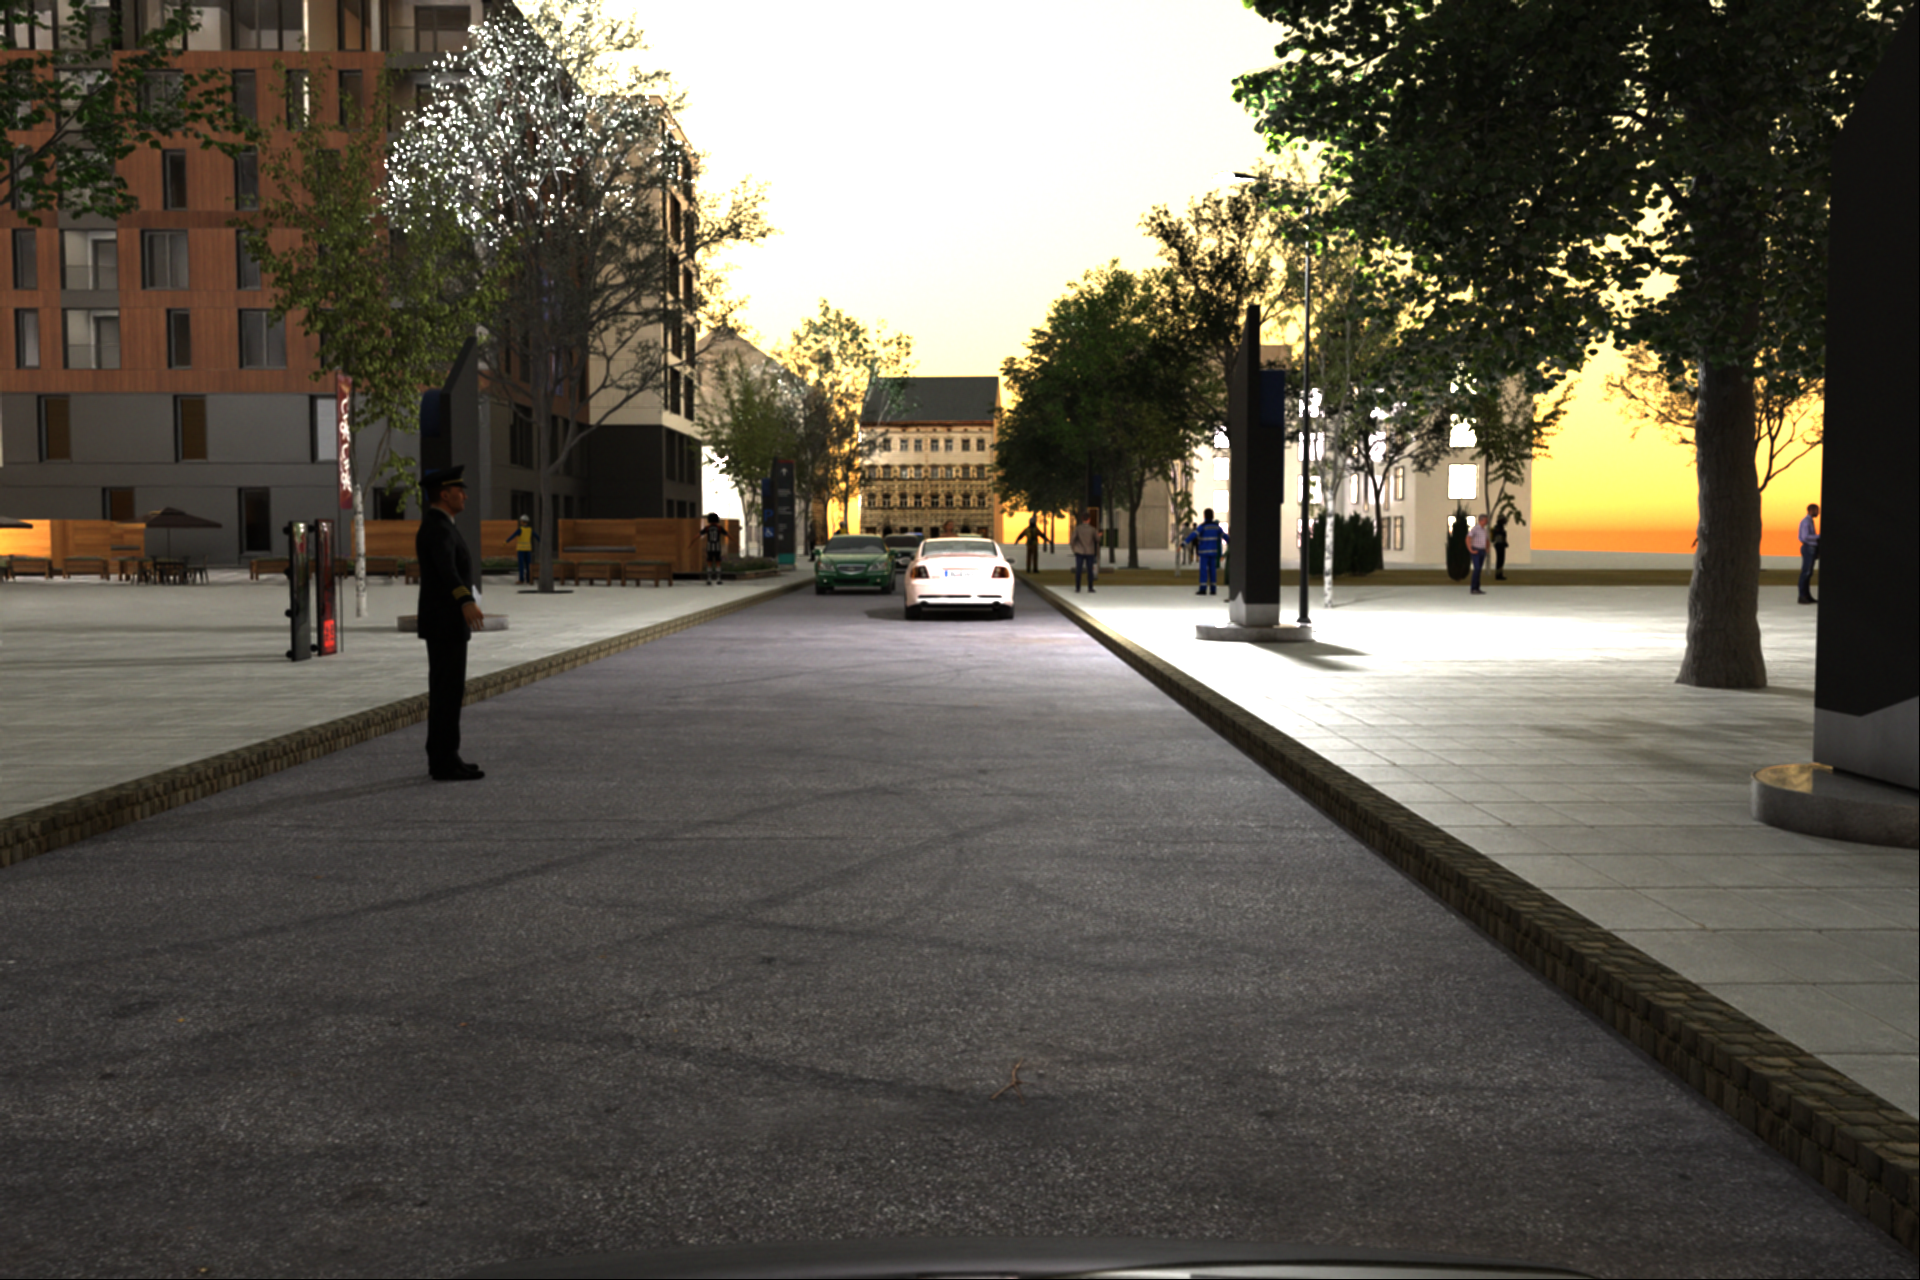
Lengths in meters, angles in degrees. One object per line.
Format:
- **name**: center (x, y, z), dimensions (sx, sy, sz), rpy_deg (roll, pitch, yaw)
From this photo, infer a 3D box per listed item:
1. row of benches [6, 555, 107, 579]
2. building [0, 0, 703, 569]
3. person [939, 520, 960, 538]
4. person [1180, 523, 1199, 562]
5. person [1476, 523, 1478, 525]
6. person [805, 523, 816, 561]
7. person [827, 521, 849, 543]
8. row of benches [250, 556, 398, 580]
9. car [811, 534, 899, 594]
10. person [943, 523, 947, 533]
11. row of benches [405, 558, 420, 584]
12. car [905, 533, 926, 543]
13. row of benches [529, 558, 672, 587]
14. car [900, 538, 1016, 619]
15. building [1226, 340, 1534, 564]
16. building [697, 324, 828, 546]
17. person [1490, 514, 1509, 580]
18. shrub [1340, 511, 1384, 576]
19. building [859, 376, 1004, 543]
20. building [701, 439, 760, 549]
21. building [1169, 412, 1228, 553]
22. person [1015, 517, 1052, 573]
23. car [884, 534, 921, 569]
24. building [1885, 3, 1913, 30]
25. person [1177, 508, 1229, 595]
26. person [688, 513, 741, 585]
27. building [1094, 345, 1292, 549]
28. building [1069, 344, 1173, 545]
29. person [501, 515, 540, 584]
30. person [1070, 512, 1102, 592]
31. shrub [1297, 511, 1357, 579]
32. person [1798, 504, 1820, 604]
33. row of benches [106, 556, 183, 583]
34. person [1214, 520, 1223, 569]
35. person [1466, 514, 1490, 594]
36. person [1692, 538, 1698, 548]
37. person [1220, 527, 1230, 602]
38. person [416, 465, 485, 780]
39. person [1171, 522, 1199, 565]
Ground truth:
- **row of benches**: center (-26.461, -2.079, 49.447), dimensions (4.104, 0.672, 1.422), rpy_deg (-1, 4, -16)
- **building**: center (-27.852, -14.353, 78.650), dimensions (27.936, 21.610, 32.646), rpy_deg (0, 4, -1)
- **person**: center (-0.184, -1.657, 36.349), dimensions (1.217, 1.733, 0.721), rpy_deg (-1, 4, -19)
- **person**: center (10.765, -4.482, 79.424), dimensions (1.346, 1.812, 0.704), rpy_deg (0, 4, 4)
- **person**: center (22.032, -4.110, 73.923), dimensions (1.216, 1.740, 0.721), rpy_deg (-3, 5, -43)
- **person**: center (-6.960, -4.588, 81.134), dimensions (0.705, 1.813, 1.348), rpy_deg (-1, 4, -22)
- **person**: center (-5.183, -4.255, 75.541), dimensions (1.349, 1.833, 0.705), rpy_deg (-3, 5, -42)
- **row of benches**: center (-18.168, -2.071, 49.316), dimensions (4.104, 0.672, 1.422), rpy_deg (-2, 4, -35)
- **car**: center (-2.539, -1.885, 42.618), dimensions (2.131, 1.459, 4.920), rpy_deg (0, 4, 0)
- **person**: center (-0.474, -2.964, 57.137), dimensions (0.704, 1.802, 1.346), rpy_deg (1, 4, 9)
- **row of benches**: center (-14.096, -1.875, 46.116), dimensions (1.422, 0.672, 4.104), rpy_deg (0, 4, -7)
- **car**: center (-2.705, -5.596, 101.086), dimensions (1.945, 1.707, 3.694), rpy_deg (0, 4, 0)
- **row of benches**: center (-8.858, -1.680, 42.935), dimensions (4.104, 0.672, 1.422), rpy_deg (2, 4, 27)
- **car**: center (-0.032, -1.108, 30.477), dimensions (2.083, 1.381, 4.827), rpy_deg (0, 4, -1)
- **building**: center (20.307, -8.963, 88.691), dimensions (9.099, 9.664, 28.070), rpy_deg (0, 4, 0)
- **building**: center (-24.662, -21.964, 190.032), dimensions (19.493, 23.208, 18.063), rpy_deg (0, 4, 1)
- **person**: center (15.190, -2.617, 48.572), dimensions (0.705, 1.856, 1.354), rpy_deg (2, 4, 23)
- **shrub**: center (12.055, -2.947, 52.610), dimensions (1.690, 2.028, 1.600), rpy_deg (0, 3, 0)
- **building**: center (-3.614, -24.855, 239.772), dimensions (18.063, 23.208, 19.493), rpy_deg (0, 4, 5)
- **building**: center (-23.709, -13.768, 167.262), dimensions (9.099, 9.664, 28.070), rpy_deg (0, 4, -1)
- **building**: center (20.501, -10.844, 119.451), dimensions (9.099, 9.664, 28.070), rpy_deg (0, 3, 0)
- **person**: center (2.408, -3.160, 57.428), dimensions (1.354, 1.858, 0.705), rpy_deg (2, 4, 26)
- **car**: center (-2.209, -3.372, 64.913), dimensions (2.009, 1.686, 4.222), rpy_deg (0, 4, 0)
- **building**: center (23.082, -10.729, 31.835), dimensions (16.016, 20.090, 11.380), rpy_deg (0, 4, 0)
- **person**: center (5.223, -1.872, 36.578), dimensions (1.345, 1.831, 0.704), rpy_deg (-1, 4, -21)
- **person**: center (-6.253, -2.317, 44.027), dimensions (1.345, 1.843, 0.704), rpy_deg (0, 4, -3)
- **building**: center (22.577, -18.574, 170.147), dimensions (16.747, 18.905, 31.486), rpy_deg (0, 3, 0)
- **building**: center (22.498, -22.538, 199.422), dimensions (19.493, 23.208, 18.063), rpy_deg (0, 4, 0)
- **person**: center (-11.318, -2.346, 44.826), dimensions (0.721, 1.772, 1.216), rpy_deg (3, 5, 42)
- **person**: center (2.798, -1.936, 38.234), dimensions (0.617, 1.759, 0.750), rpy_deg (1, 4, 17)
- **shrub**: center (10.541, -2.794, 49.731), dimensions (1.661, 2.075, 1.752), rpy_deg (0, 3, 0)
- **person**: center (15.734, -1.585, 31.827), dimensions (0.599, 1.838, 0.709), rpy_deg (2, 4, 33)
- **row of benches**: center (-22.202, -1.931, 47.029), dimensions (1.422, 0.672, 4.104), rpy_deg (-3, 5, -44)
- **person**: center (9.447, -3.518, 63.647), dimensions (0.704, 1.817, 1.347), rpy_deg (-3, 4, -37)
- **person**: center (11.189, -1.849, 37.208), dimensions (0.756, 1.711, 0.436), rpy_deg (-2, 4, -29)
- **person**: center (19.801, -2.416, 45.351), dimensions (0.705, 1.847, 1.347), rpy_deg (-3, 5, -44)
- **person**: center (5.084, -1.436, 32.698), dimensions (0.599, 1.438, 0.989), rpy_deg (2, 4, 24)
- **person**: center (-3.000, -0.111, 10.205), dimensions (0.705, 1.837, 1.347), rpy_deg (-1, 4, -22)
- **person**: center (9.496, -4.055, 72.484), dimensions (1.347, 1.806, 0.705), rpy_deg (0, 4, -3)
